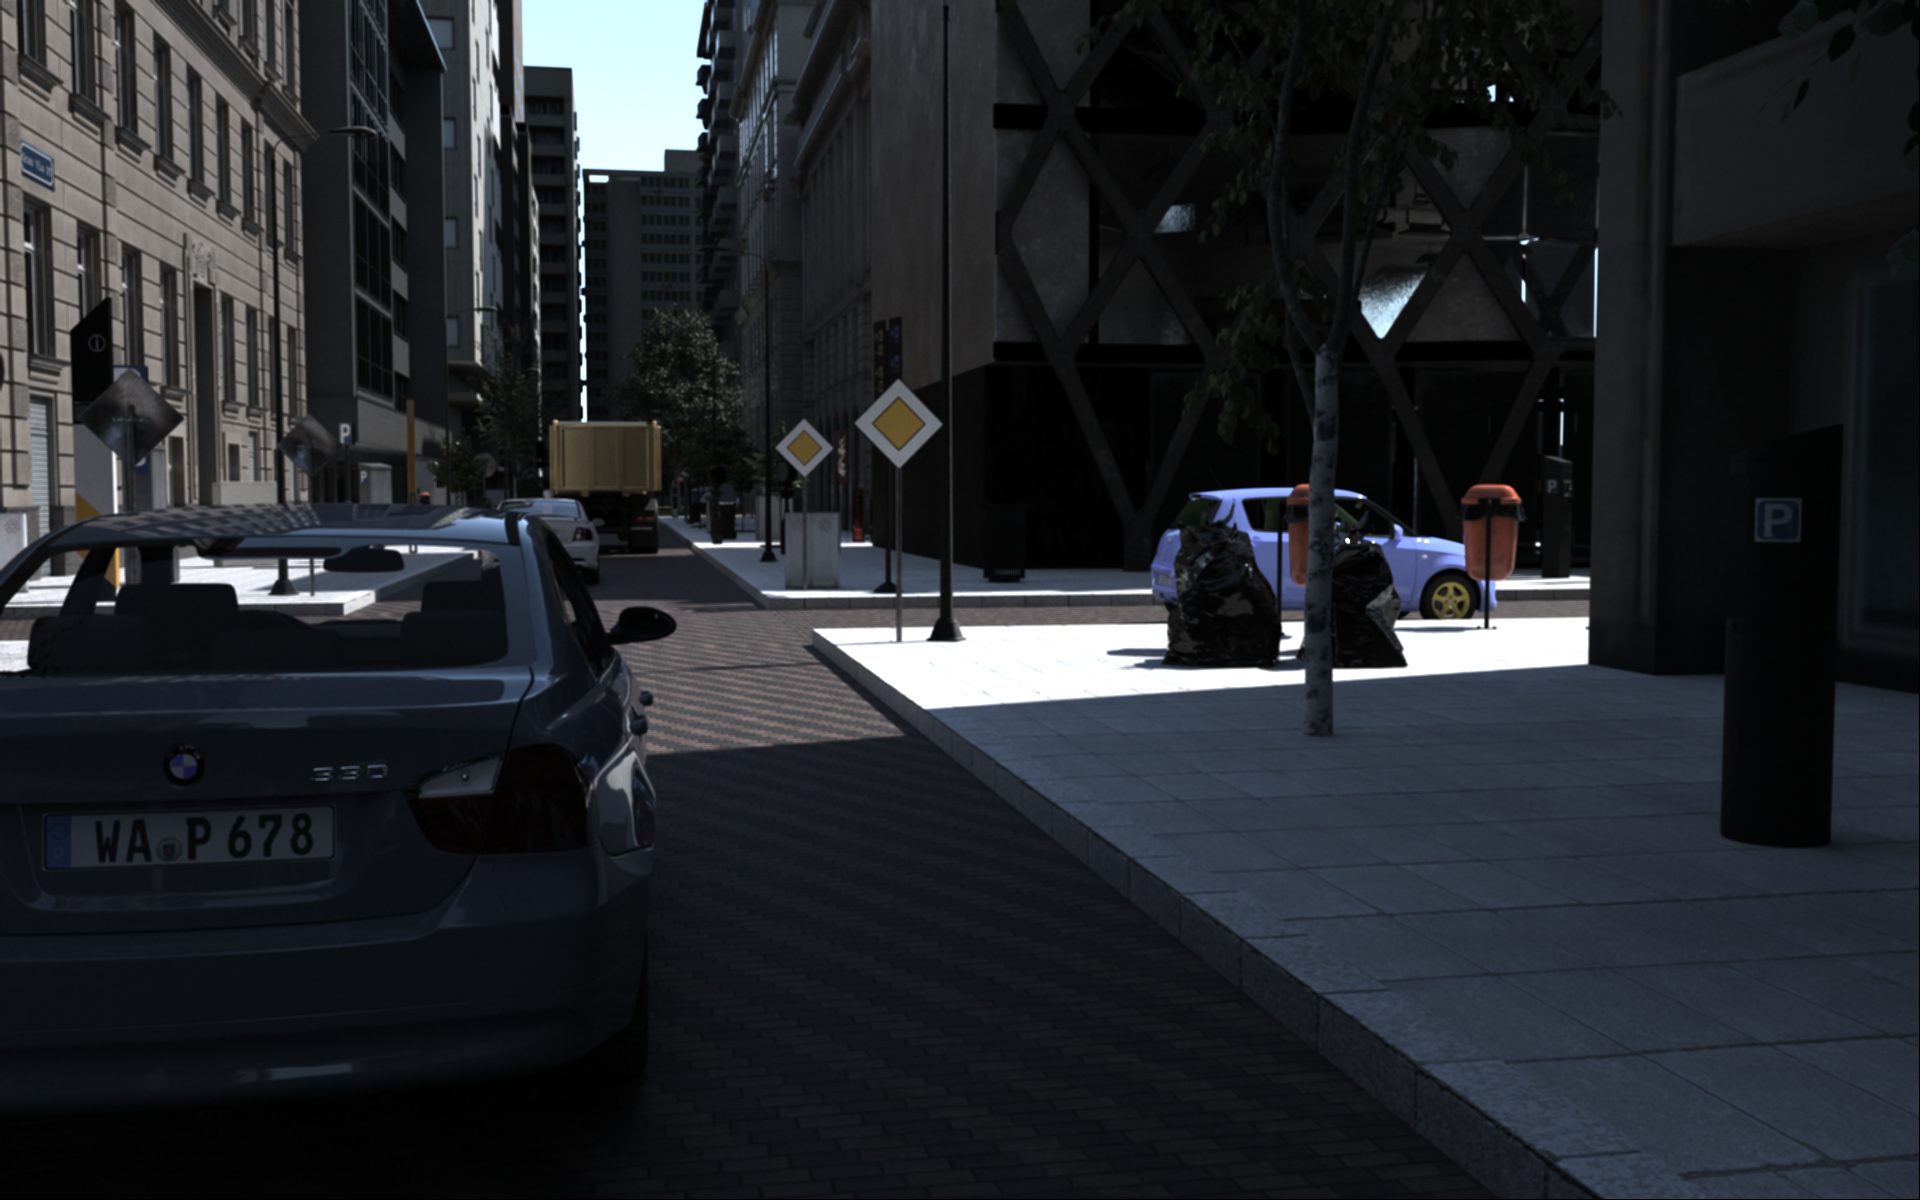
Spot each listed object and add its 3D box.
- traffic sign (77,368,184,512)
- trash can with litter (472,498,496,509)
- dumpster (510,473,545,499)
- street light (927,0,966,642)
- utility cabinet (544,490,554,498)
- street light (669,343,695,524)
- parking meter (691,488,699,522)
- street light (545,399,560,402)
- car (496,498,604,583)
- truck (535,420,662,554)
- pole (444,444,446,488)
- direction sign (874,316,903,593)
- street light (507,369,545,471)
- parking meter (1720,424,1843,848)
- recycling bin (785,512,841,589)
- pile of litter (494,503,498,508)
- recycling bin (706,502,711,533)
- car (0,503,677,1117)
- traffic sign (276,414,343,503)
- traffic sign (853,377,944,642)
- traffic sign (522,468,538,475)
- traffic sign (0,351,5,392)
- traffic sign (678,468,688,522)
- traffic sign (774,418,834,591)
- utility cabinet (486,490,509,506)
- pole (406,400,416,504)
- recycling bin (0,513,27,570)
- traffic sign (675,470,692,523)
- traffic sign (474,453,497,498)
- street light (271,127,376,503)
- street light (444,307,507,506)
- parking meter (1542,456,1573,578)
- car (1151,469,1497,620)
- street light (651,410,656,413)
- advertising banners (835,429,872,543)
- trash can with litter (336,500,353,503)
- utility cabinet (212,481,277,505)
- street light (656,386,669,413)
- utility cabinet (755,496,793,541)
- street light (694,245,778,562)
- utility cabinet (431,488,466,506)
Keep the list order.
[{"bbox_3d":[-6.619,-0.625,13.869,0.795,2.450,0.064,-1,4,-11],"label":"traffic sign"},{"bbox_3d":[-14.696,-2.542,52.948,0.624,1.170,1.055,1,4,15],"label":"trash can with litter"},{"bbox_3d":[-19.829,-4.702,79.375,1.502,2.255,1.985,-1,4,-11],"label":"dumpster"},{"bbox_3d":[-0.651,-2.592,14.922,1.470,5.913,1.316,-1,4,-11],"label":"street light"},{"bbox_3d":[-22.241,-5.201,93.710,0.318,1.500,1.173,-2,4,-32],"label":"utility cabinet"},{"bbox_3d":[-8.154,-4.959,53.621,1.470,5.913,1.316,-1,4,-11],"label":"street light"},{"bbox_3d":[-12.009,-4.289,78.539,0.372,1.533,0.369,0,3,0],"label":"parking meter"},{"bbox_3d":[-20.231,-6.874,84.928,1.470,5.913,1.316,-1,4,-11],"label":"street light"},{"bbox_3d":[-7.001,-1.016,28.981,2.083,1.381,4.827,-1,4,-13],"label":"car"},{"bbox_3d":[-9.316,-3.004,45.044,3.469,3.379,9.791,-1,4,-13],"label":"truck"},{"bbox_3d":[-19.187,-4.338,64.778,0.158,3.312,0.155,0,3,0],"label":"pole"},{"bbox_3d":[-0.938,-1.868,22.546,0.379,3.537,0.876,-2,4,-25],"label":"direction sign"},{"bbox_3d":[-16.287,-5.603,64.143,1.470,5.913,1.316,-1,4,-11],"label":"street light"},{"bbox_3d":[3.039,0.122,6.414,0.372,1.533,0.369,0,3,0],"label":"parking meter"},{"bbox_3d":[-2.013,-0.686,23.766,0.722,1.027,0.722,0,4,-1],"label":"recycling bin"},{"bbox_3d":[-22.318,-4.260,83.614,1.719,0.858,1.176,-2,4,-33],"label":"pile of litter"},{"bbox_3d":[-7.893,-2.723,57.070,0.722,1.027,0.722,1,4,14],"label":"recycling bin"},{"bbox_3d":[-1.872,0.407,5.345,2.014,1.417,4.499,-1,4,-11],"label":"car"},{"bbox_3d":[-8.138,-1.105,21.709,0.795,2.450,0.064,-1,4,-11],"label":"traffic sign"},{"bbox_3d":[-0.534,-0.696,15.022,0.795,2.450,0.064,-1,4,-11],"label":"traffic sign"},{"bbox_3d":[-20.828,-5.127,83.935,0.768,2.556,0.104,0,4,-6],"label":"traffic sign"},{"bbox_3d":[-7.216,-0.750,12.368,0.768,2.556,0.104,0,4,-6],"label":"traffic sign"},{"bbox_3d":[-12.721,-4.921,80.570,0.768,2.556,0.104,0,4,-7],"label":"traffic sign"},{"bbox_3d":[-2.052,-1.176,22.862,0.795,2.450,0.064,-1,4,-11],"label":"traffic sign"},{"bbox_3d":[-22.785,-4.673,85.077,1.173,1.500,0.318,-3,4,-36],"label":"utility cabinet"},{"bbox_3d":[-11.869,-2.669,37.486,0.158,3.312,0.155,0,3,0],"label":"pole"},{"bbox_3d":[-12.598,-0.609,22.519,0.722,1.027,0.722,-3,5,-40],"label":"recycling bin"},{"bbox_3d":[-12.179,-4.693,76.727,0.884,2.594,0.081,0,4,-1],"label":"traffic sign"},{"bbox_3d":[-14.745,-3.277,53.691,0.768,2.556,0.104,0,4,-2],"label":"traffic sign"},{"bbox_3d":[-8.077,-3.023,21.963,1.470,5.913,1.316,-1,4,-11],"label":"street light"},{"bbox_3d":[-12.165,-4.308,42.984,1.470,5.913,1.316,-1,4,-11],"label":"street light"},{"bbox_3d":[9.143,-1.271,26.500,0.255,1.863,0.399,-2,4,-32],"label":"parking meter"},{"bbox_3d":[3.969,-0.569,18.892,3.694,1.707,1.945,-1,4,-10],"label":"car"},{"bbox_3d":[-16.441,-7.576,96.407,1.470,5.913,1.316,-1,4,-11],"label":"street light"},{"bbox_3d":[-2.687,-3.053,46.102,0.090,3.025,2.074,-3,5,-40],"label":"advertising banners"},{"bbox_3d":[-11.427,-1.322,33.010,0.624,1.170,1.055,2,4,34],"label":"trash can with litter"},{"bbox_3d":[-12.615,-1.347,30.704,0.318,1.500,1.173,3,5,39],"label":"utility cabinet"},{"bbox_3d":[-12.203,-6.250,74.723,1.470,5.913,1.316,-1,4,-11],"label":"street light"},{"bbox_3d":[-5.149,-2.253,47.992,1.020,1.237,0.306,-2,4,-26],"label":"utility cabinet"},{"bbox_3d":[-4.168,-3.674,32.616,1.470,5.913,1.316,-1,4,-11],"label":"street light"},{"bbox_3d":[-18.329,-3.268,62.103,1.173,1.500,0.318,-2,4,-35],"label":"utility cabinet"}]
